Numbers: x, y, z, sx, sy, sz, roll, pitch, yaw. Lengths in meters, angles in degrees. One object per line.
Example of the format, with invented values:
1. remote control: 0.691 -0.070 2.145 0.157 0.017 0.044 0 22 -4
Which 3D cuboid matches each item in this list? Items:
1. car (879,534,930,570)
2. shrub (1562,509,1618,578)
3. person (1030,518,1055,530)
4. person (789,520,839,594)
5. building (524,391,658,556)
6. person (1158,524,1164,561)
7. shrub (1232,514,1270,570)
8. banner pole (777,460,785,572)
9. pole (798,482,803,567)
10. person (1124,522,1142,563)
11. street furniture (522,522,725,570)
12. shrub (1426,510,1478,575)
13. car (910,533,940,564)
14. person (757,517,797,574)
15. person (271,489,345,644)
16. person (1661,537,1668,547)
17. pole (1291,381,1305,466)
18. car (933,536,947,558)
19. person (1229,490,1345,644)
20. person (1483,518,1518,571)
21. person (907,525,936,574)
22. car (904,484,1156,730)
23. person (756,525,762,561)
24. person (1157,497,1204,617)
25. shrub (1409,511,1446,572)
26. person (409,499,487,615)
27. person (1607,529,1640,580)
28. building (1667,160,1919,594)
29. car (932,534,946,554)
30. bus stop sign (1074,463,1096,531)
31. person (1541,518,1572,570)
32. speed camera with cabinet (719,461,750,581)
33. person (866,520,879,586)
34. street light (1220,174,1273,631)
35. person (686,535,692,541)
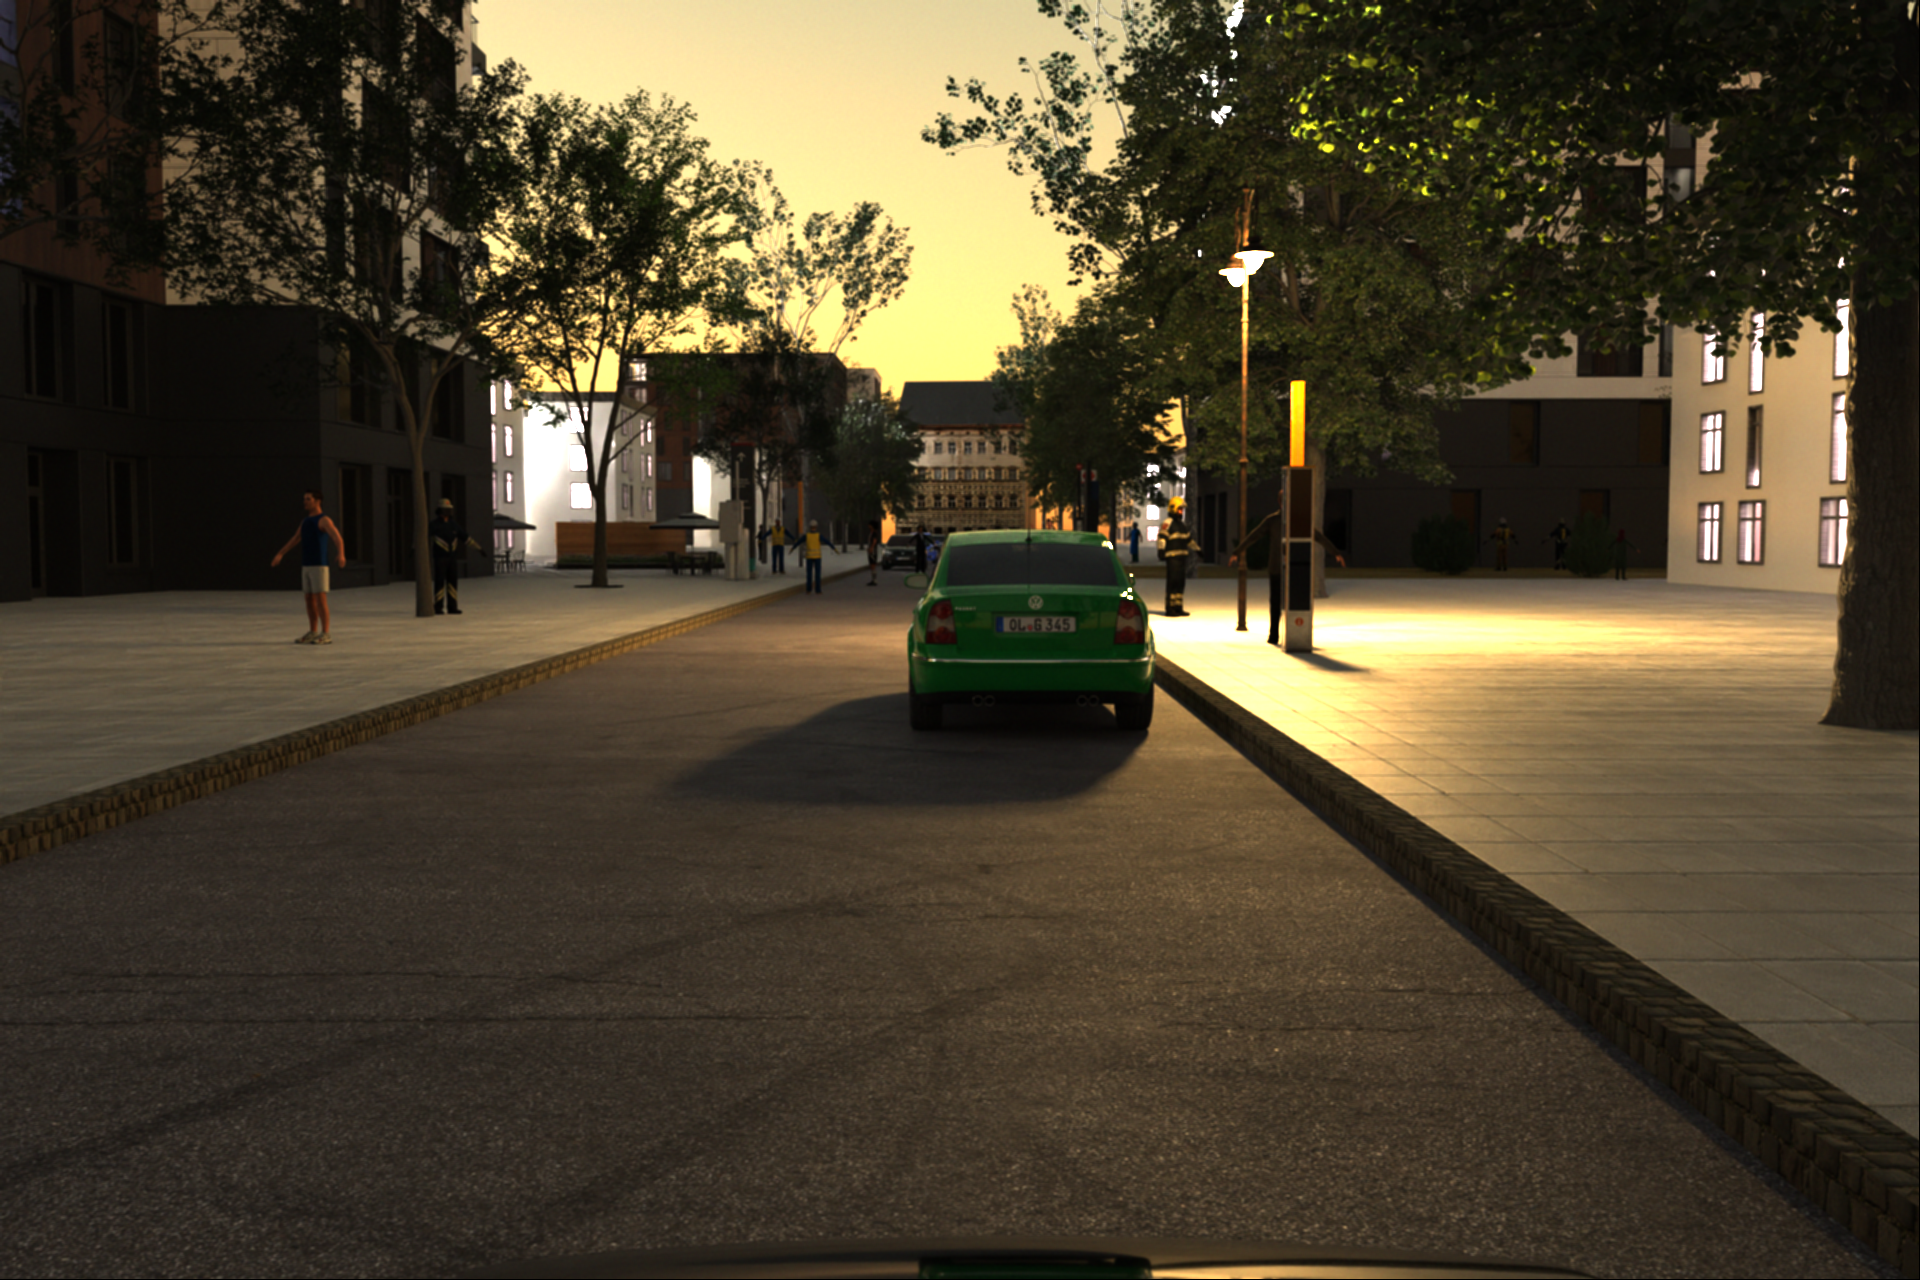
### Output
1. car: -2.207 -3.663 69.676 2.009 1.686 4.222 0 4 1
2. shrub: 18.653 -2.863 51.234 1.690 2.028 1.600 0 3 0
3. person: 2.381 -2.588 49.164 0.742 1.727 0.445 -1 4 -14
4. person: -3.496 -1.988 41.430 1.216 1.772 0.721 0 4 1
5. building: -24.792 -10.635 116.029 9.099 9.664 28.070 0 4 0
6. person: 9.690 -4.696 83.006 0.704 1.802 1.346 0 4 0
7. shrub: 10.573 -3.509 61.792 1.690 2.028 1.600 0 3 0
8. banner pole: -6.090 -4.188 58.488 0.401 3.779 0.863 0 3 0
9. pole: -6.208 -4.508 67.543 0.158 3.312 0.155 0 3 0
10. person: 7.755 -4.339 77.070 0.704 1.817 1.347 -2 4 -29
11. street furniture: -11.755 -3.575 65.309 11.010 1.723 9.812 -1 4 -14
12. shrub: 15.385 -3.043 54.180 1.690 2.028 1.600 0 3 0
13. car: -1.946 -4.557 84.102 1.945 1.707 3.694 0 4 0
14. person: -5.859 -3.047 55.787 1.349 1.833 0.705 -1 4 -13
15. person: -7.569 -0.862 20.267 1.345 1.807 0.704 2 4 35
16. person: 20.633 -2.675 49.875 0.704 1.812 1.346 0 4 -6
17. pole: 4.524 -1.800 23.275 0.158 3.312 0.155 0 3 0
18. car: 0.150 -2.758 54.874 2.009 1.686 4.222 0 4 0
19. person: 3.805 -0.859 20.229 1.348 1.807 0.705 1 4 15
20. person: 18.951 -3.352 60.577 1.354 1.858 0.705 -1 4 -15
21. person: -1.362 -3.205 61.583 1.216 1.740 0.721 -2 4 -30
22. car: 0.509 -0.320 14.028 1.959 1.807 4.718 0 4 0
23. person: -9.682 -4.706 83.672 0.721 1.740 1.216 1 4 17
24. person: 3.365 -1.287 26.807 0.704 1.858 1.351 3 4 36
25. shrub: 16.090 -3.350 58.816 1.661 2.075 1.752 0 3 0
26. person: -8.214 -1.334 27.680 0.704 1.845 1.351 3 5 43
27. person: 18.569 -2.405 48.541 0.599 1.438 0.989 -3 4 -38
28. building: 23.070 -5.476 31.683 9.099 9.664 28.070 0 4 0
29. car: -1.568 -6.000 110.097 2.014 1.417 4.499 0 4 0
30. bus stop sign: 4.720 -4.695 65.470 0.855 3.939 0.416 0 4 1
31. person: 21.606 -3.454 62.260 1.354 1.856 0.705 0 4 3
32. speed camera with cabinet: -6.228 -3.266 47.740 0.660 3.252 2.038 0 4 0
33. person: -2.456 -2.429 48.318 0.704 1.843 1.345 0 4 -6
34. street light: 3.729 -3.055 22.729 0.468 5.910 1.993 0 4 1
35. person: -12.994 -4.489 79.661 1.348 1.796 0.705 -2 4 -24
